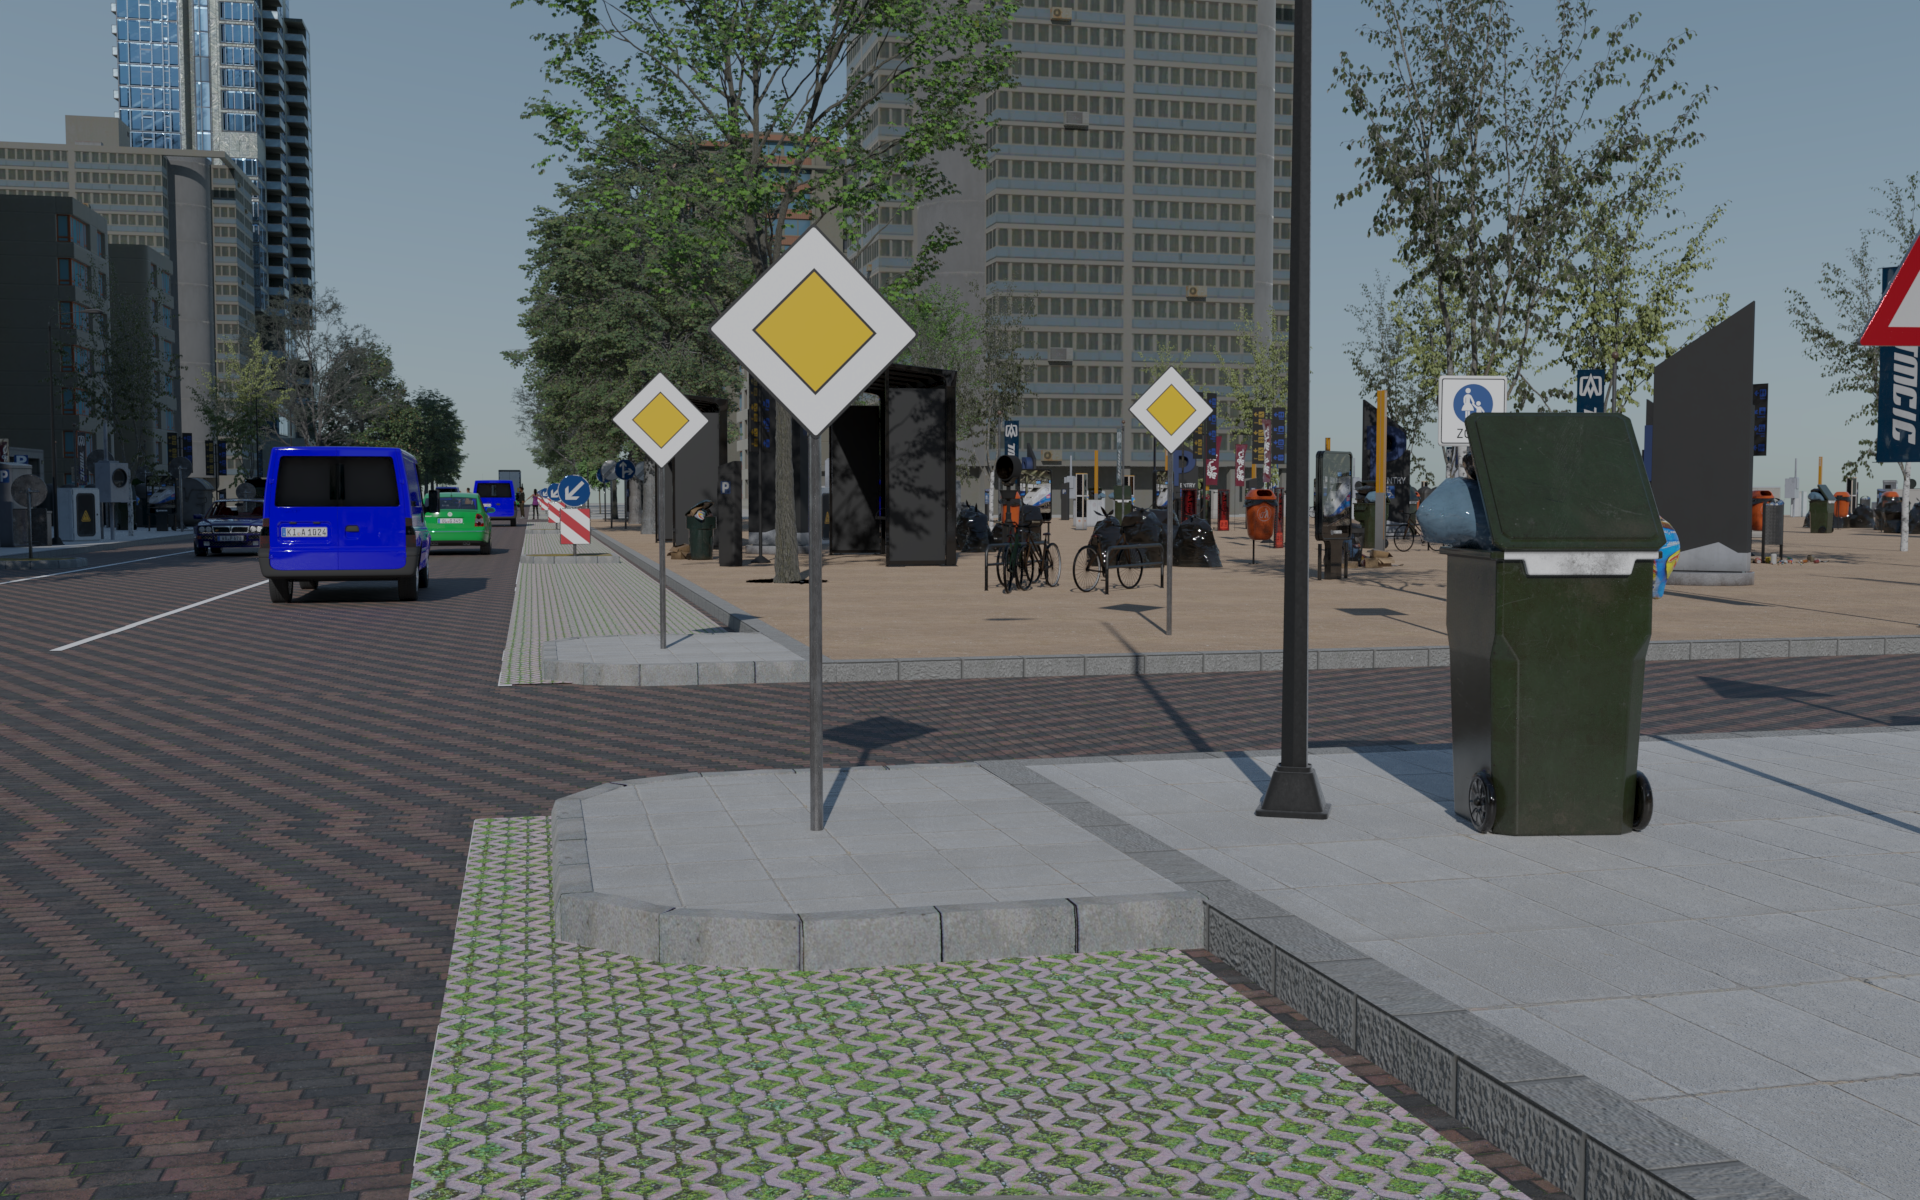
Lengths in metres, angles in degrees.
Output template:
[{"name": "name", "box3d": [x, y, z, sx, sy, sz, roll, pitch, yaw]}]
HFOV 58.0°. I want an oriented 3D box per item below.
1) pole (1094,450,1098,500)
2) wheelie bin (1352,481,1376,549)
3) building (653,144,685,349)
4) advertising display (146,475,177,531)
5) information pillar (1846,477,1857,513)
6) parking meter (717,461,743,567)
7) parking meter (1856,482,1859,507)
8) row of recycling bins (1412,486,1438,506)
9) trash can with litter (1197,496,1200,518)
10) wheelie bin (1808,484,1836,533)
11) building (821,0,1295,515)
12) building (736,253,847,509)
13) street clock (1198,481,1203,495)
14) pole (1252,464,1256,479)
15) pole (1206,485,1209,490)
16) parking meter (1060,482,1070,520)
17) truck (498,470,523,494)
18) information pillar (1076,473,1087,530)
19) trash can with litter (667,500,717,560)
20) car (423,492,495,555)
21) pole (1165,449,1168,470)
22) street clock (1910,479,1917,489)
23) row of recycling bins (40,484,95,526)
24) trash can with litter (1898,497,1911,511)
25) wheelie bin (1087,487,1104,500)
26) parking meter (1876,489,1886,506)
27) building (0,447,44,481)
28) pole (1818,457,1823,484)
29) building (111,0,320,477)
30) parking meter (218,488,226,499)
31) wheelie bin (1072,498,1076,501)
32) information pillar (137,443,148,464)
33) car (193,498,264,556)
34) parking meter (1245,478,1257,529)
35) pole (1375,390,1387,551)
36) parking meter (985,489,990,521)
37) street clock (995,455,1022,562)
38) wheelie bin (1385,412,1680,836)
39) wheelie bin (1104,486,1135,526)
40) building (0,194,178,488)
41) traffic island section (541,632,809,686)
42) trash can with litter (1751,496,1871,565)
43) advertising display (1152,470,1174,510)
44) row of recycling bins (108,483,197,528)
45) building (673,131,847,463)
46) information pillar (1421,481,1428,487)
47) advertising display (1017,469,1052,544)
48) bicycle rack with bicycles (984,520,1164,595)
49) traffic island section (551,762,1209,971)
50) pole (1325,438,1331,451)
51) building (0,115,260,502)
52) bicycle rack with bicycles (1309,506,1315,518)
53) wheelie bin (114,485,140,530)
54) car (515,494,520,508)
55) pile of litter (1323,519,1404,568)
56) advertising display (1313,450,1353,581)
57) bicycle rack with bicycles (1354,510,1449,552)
[{"name": "pole", "box3d": [6.374, -5.330, 80.985, 0.158, 3.312, 0.155, 0, 3, 0]}, {"name": "wheelie bin", "box3d": [9.703, -2.015, 40.852, 0.693, 1.594, 0.980, -2, 4, -28]}, {"name": "building", "box3d": [-30.784, -37.536, 237.414, 21.300, 48.544, 21.600, -1, 4, -14]}, {"name": "advertising display", "box3d": [-27.525, -3.333, 59.716, 0.974, 1.923, 0.123, -1, 4, -10]}, {"name": "information pillar", "box3d": [39.036, -4.366, 75.873, 0.304, 2.012, 0.304, -2, 4, -24]}, {"name": "parking meter", "box3d": [-4.071, -1.525, 30.638, 0.399, 1.863, 0.255, 2, 4, 33]}, {"name": "parking meter", "box3d": [43.521, -4.809, 84.344, 0.399, 1.863, 0.255, -2, 4, -35]}, {"name": "row of recycling bins", "box3d": [24.513, -5.241, 92.796, 3.534, 1.692, 1.069, -1, 4, -20]}, {"name": "trash can with litter", "box3d": [8.370, -3.251, 64.209, 2.233, 1.210, 1.678, -1, 4, -9]}, {"name": "wheelie bin", "box3d": [28.151, -2.980, 56.636, 0.980, 1.594, 0.693, -3, 5, -41]}, {"name": "building", "box3d": [5.639, -25.873, 114.901, 32.217, 40.220, 23.993, -1, 4, -14]}, {"name": "building", "box3d": [-2.652, -18.078, 140.619, 27.650, 21.520, 28.899, -1, 4, -14]}, {"name": "street clock", "box3d": [13.224, -5.563, 95.520, 0.471, 2.002, 0.358, 2, 4, 28]}, {"name": "pole", "box3d": [13.683, -5.309, 80.638, 0.158, 3.312, 0.155, 0, 3, 0]}, {"name": "pole", "box3d": [10.814, -5.015, 75.836, 0.158, 3.312, 0.155, 0, 3, 0]}, {"name": "parking meter", "box3d": [5.141, -4.835, 84.765, 0.399, 1.863, 0.255, 2, 4, 31]}, {"name": "truck", "box3d": [-53.197, -13.212, 204.925, 2.839, 4.237, 11.283, -1, 4, -14]}, {"name": "information pillar", "box3d": [4.300, -3.473, 61.280, 0.304, 2.012, 0.304, 2, 4, 33]}, {"name": "trash can with litter", "box3d": [-5.273, -1.371, 33.795, 1.055, 1.170, 0.624, 2, 4, 30]}, {"name": "car", "box3d": [-12.285, -2.030, 41.992, 1.959, 1.807, 4.718, -1, 4, -14]}, {"name": "pole", "box3d": [8.208, -4.562, 68.437, 0.158, 3.312, 0.155, 0, 3, 0]}, {"name": "street clock", "box3d": [44.870, -4.724, 81.811, 0.471, 2.002, 0.358, 0, 3, 0]}, {"name": "row of recycling bins", "box3d": [-35.745, -3.778, 68.885, 3.534, 1.692, 1.069, 0, 4, 7]}, {"name": "trash can with litter", "box3d": [39.031, -3.680, 71.555, 1.055, 1.170, 0.624, -2, 4, -31]}, {"name": "wheelie bin", "box3d": [6.435, -4.539, 82.126, 0.980, 1.594, 0.693, 0, 4, 2]}, {"name": "parking meter", "box3d": [42.634, -4.389, 80.171, 0.372, 1.533, 0.369, 0, 3, 0]}, {"name": "building", "box3d": [-59.461, -39.673, 86.909, 20.563, 71.187, 20.611, -1, 4, -14]}, {"name": "pole", "box3d": [46.823, -6.144, 94.304, 0.158, 3.312, 0.155, 0, 3, 0]}, {"name": "building", "box3d": [-89.526, -54.851, 209.485, 22.319, 86.520, 31.000, -1, 4, -14]}, {"name": "parking meter", "box3d": [-31.633, -4.026, 74.229, 0.372, 1.533, 0.369, 0, 3, 0]}, {"name": "wheelie bin", "box3d": [6.291, -5.058, 90.612, 0.693, 1.594, 0.980, -1, 4, -21]}, {"name": "information pillar", "box3d": [-36.765, -5.295, 77.923, 0.183, 3.616, 0.504, 2, 4, 29]}, {"name": "car", "box3d": [-17.126, -1.754, 41.253, 1.945, 1.354, 3.894, -1, 4, -16]}, {"name": "parking meter", "box3d": [10.600, -3.508, 63.072, 0.399, 1.863, 0.255, -1, 4, -21]}, {"name": "pole", "box3d": [8.298, -2.465, 34.138, 0.158, 3.312, 0.155, 0, 3, 0]}, {"name": "parking meter", "box3d": [1.356, -4.498, 81.946, 0.372, 1.533, 0.369, 0, 3, 0]}, {"name": "street clock", "box3d": [0.899, -1.684, 32.110, 0.471, 2.002, 0.358, 3, 5, 44]}, {"name": "wheelie bin", "box3d": [2.234, 0.073, 6.712, 0.980, 1.594, 0.693, 0, 4, -3]}, {"name": "wheelie bin", "box3d": [5.965, -3.436, 64.085, 0.980, 1.594, 0.693, 0, 4, -2]}, {"name": "building", "box3d": [-68.395, -16.308, 111.682, 27.650, 21.520, 28.899, -1, 4, -14]}, {"name": "traffic island section", "box3d": [-2.443, 0.483, 14.386, 2.009, 0.180, 2.903, -1, 4, -14]}, {"name": "trash can with litter", "box3d": [15.470, -1.294, 32.210, 2.233, 1.210, 1.678, -2, 4, -28]}, {"name": "advertising display", "box3d": [5.488, -2.542, 46.771, 0.123, 1.923, 0.974, 3, 4, 37]}, {"name": "row of recycling bins", "box3d": [-31.163, -3.680, 67.284, 3.534, 1.692, 1.069, -2, 4, -25]}, {"name": "building", "box3d": [-23.545, -34.169, 213.293, 22.147, 44.769, 28.867, -1, 4, -14]}, {"name": "information pillar", "box3d": [26.522, -5.774, 98.892, 0.304, 2.012, 0.304, -1, 4, -16]}, {"name": "advertising display", "box3d": [1.902, -2.386, 44.231, 0.974, 1.923, 0.123, -2, 4, -28]}, {"name": "bicycle rack with bicycles", "box3d": [1.357, -0.601, 23.201, 2.852, 0.926, 2.925, 2, 4, 31]}, {"name": "traffic island section", "box3d": [-0.529, 0.957, 6.633, 2.009, 0.180, 2.903, -1, 4, -14]}, {"name": "pole", "box3d": [13.268, -4.203, 62.563, 0.158, 3.312, 0.155, 0, 3, 0]}, {"name": "building", "box3d": [-88.482, -30.031, 182.889, 32.217, 40.220, 23.993, -1, 4, -14]}, {"name": "bicycle rack with bicycles", "box3d": [19.616, -4.801, 91.878, 2.852, 0.926, 2.925, -3, 5, -40]}, {"name": "wheelie bin", "box3d": [-29.764, -3.287, 61.659, 0.980, 1.594, 0.693, -3, 5, -39]}, {"name": "car", "box3d": [-47.966, -10.803, 185.426, 1.959, 1.807, 4.718, -1, 4, -13]}, {"name": "pile of litter", "box3d": [7.125, -1.012, 30.512, 1.719, 0.858, 1.176, -1, 4, -20]}, {"name": "advertising display", "box3d": [5.609, -1.271, 25.995, 0.123, 1.923, 0.974, 3, 5, 39]}, {"name": "bicycle rack with bicycles", "box3d": [10.740, -1.513, 38.112, 2.925, 0.926, 2.852, -3, 4, -38]}]
